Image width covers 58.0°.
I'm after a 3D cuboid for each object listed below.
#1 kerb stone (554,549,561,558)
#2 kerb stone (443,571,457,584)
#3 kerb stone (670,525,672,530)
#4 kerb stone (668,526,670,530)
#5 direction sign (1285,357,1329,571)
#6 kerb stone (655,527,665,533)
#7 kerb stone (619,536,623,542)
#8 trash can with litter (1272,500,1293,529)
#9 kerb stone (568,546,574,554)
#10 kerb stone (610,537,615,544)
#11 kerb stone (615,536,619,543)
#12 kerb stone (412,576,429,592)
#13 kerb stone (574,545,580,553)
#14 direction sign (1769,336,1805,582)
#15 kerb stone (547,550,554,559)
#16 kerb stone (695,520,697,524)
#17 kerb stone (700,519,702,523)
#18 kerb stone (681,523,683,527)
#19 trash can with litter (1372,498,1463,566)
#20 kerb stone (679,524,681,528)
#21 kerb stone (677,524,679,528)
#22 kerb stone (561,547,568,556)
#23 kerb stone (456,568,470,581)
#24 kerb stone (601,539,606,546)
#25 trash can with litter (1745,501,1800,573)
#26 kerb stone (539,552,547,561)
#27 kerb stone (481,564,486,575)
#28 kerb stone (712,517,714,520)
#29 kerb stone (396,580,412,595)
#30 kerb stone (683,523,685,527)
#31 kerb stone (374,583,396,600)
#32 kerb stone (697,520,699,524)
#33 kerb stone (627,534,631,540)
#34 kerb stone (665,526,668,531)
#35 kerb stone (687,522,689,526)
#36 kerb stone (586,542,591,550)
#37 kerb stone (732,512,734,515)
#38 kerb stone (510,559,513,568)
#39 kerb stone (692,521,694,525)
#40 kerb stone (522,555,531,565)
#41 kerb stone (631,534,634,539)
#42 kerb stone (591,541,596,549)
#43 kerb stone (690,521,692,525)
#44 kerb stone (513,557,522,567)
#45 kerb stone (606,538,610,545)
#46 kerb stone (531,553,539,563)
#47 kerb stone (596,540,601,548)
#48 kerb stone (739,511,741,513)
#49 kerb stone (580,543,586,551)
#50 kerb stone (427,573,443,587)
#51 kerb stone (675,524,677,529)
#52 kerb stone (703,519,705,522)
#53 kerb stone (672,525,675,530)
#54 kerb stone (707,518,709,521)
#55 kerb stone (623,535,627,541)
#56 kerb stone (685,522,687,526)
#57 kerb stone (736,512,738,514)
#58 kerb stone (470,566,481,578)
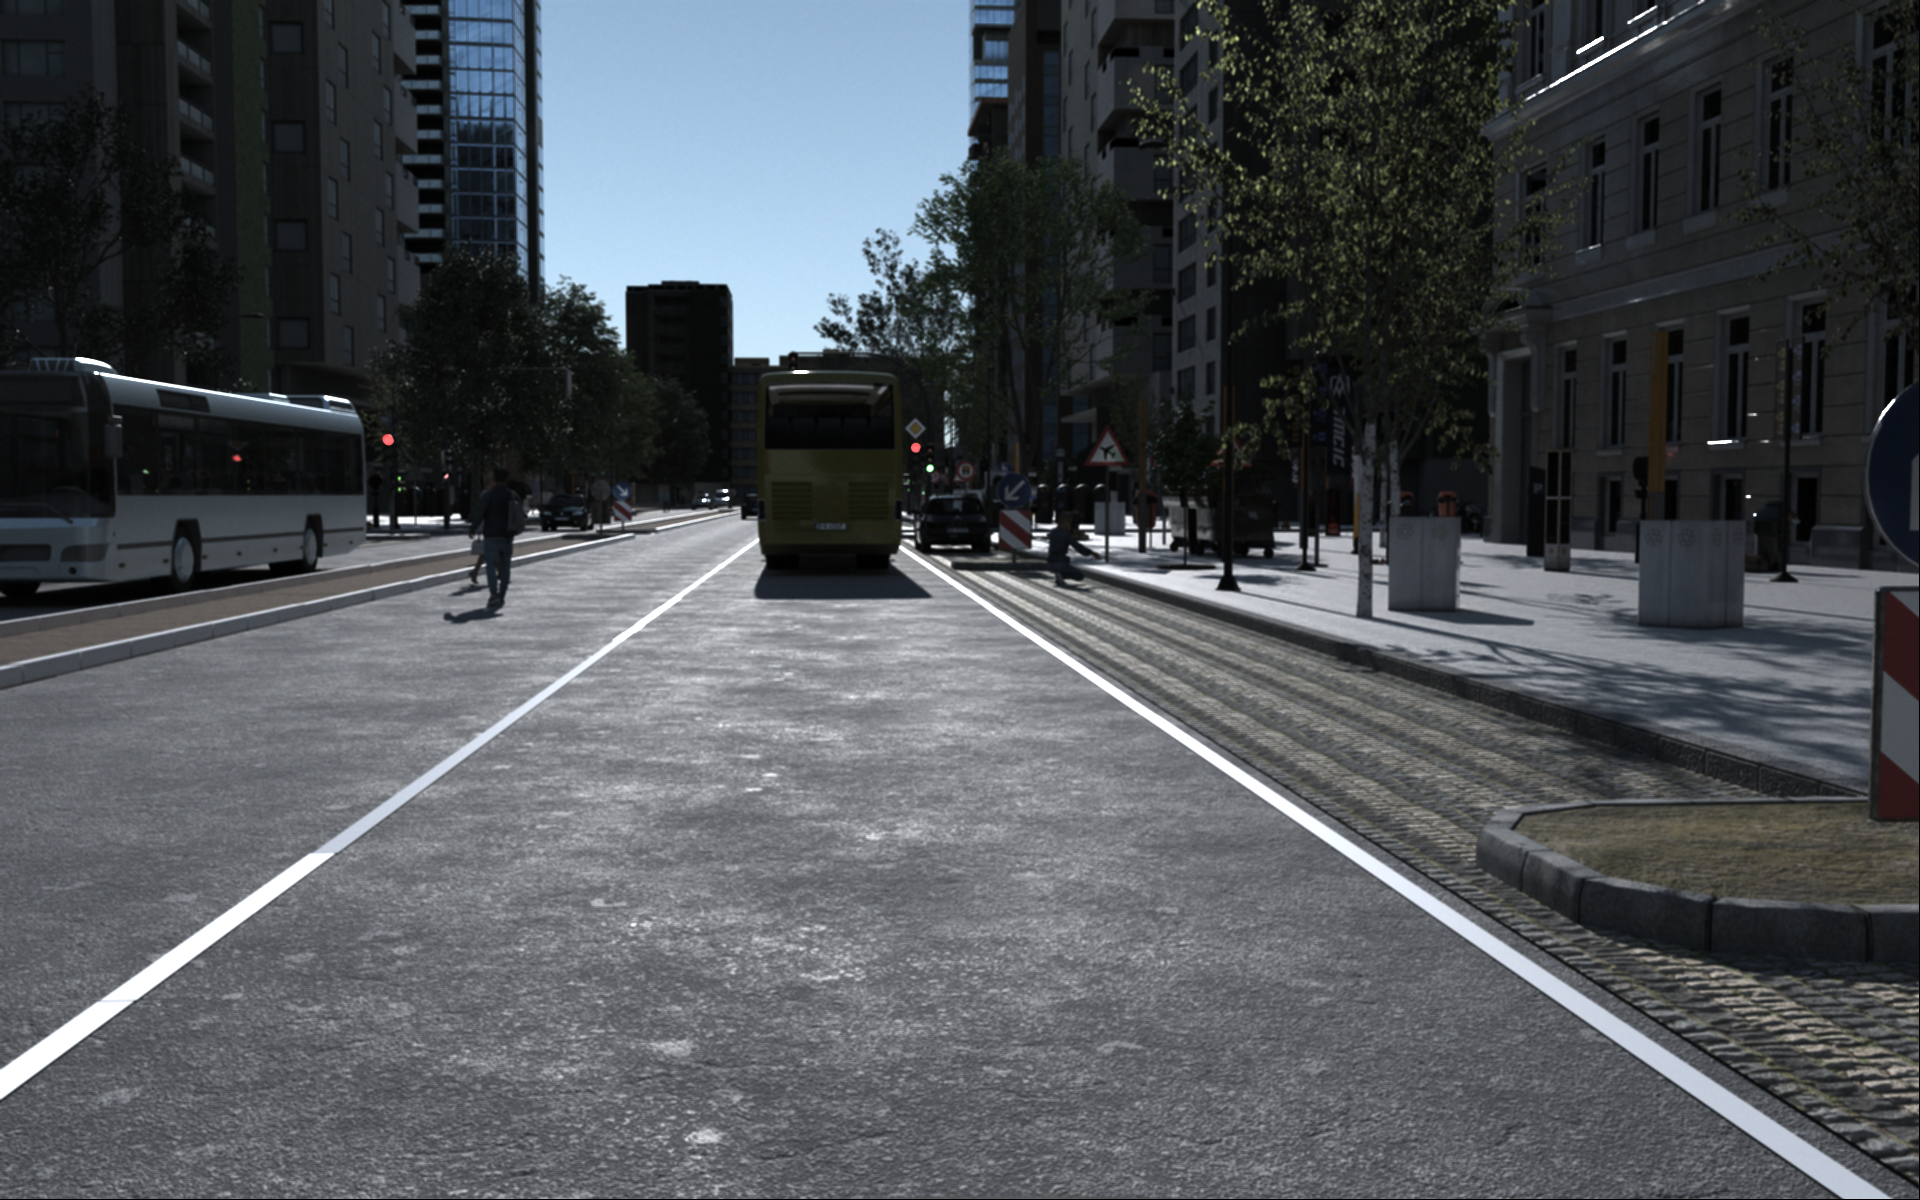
[{"bbox_3d":[-9.208,-1.033,39.147,0.120,0.150,1.000,0,4,-5],"label":"kerb stone"},{"bbox_3d":[-8.319,-0.343,27.904,0.120,0.150,1.000,0,4,-5],"label":"kerb stone"},{"bbox_3d":[-11.543,-2.817,68.294,0.120,0.150,1.000,0,4,-5],"label":"kerb stone"},{"bbox_3d":[-11.467,-2.756,67.264,0.120,0.150,1.000,0,4,-5],"label":"kerb stone"},{"bbox_3d":[5.777,-2.259,28.926,0.379,3.537,0.876,-3,5,-41],"label":"direction sign"},{"bbox_3d":[-11.294,-2.631,65.221,0.120,0.150,1.000,0,4,-5],"label":"kerb stone"},{"bbox_3d":[-10.186,-1.785,51.398,0.120,0.150,1.000,0,4,-5],"label":"kerb stone"},{"bbox_3d":[11.814,-3.246,64.465,1.055,1.170,0.624,-1,4,-16],"label":"trash can with litter"},{"bbox_3d":[-9.376,-1.162,41.192,0.120,0.150,1.000,0,4,-5],"label":"kerb stone"},{"bbox_3d":[-10.033,-1.658,49.359,0.120,0.150,1.000,0,4,-5],"label":"kerb stone"},{"bbox_3d":[-10.111,-1.724,50.377,0.120,0.150,1.000,0,4,-5],"label":"kerb stone"},{"bbox_3d":[-8.142,-0.217,25.857,0.120,0.150,1.000,0,4,-5],"label":"kerb stone"},{"bbox_3d":[-9.460,-1.224,42.210,0.120,0.150,1.000,0,4,-5],"label":"kerb stone"},{"bbox_3d":[12.076,-2.036,25.286,0.379,3.537,0.876,0,4,2],"label":"direction sign"},{"bbox_3d":[-9.136,-0.971,38.115,0.120,0.150,1.000,0,4,-5],"label":"kerb stone"},{"bbox_3d":[-12.610,-3.633,81.611,0.120,0.150,1.000,0,4,-5],"label":"kerb stone"},{"bbox_3d":[-12.846,-3.819,84.675,0.120,0.150,1.000,0,4,-5],"label":"kerb stone"},{"bbox_3d":[-11.950,-3.128,73.409,0.120,0.150,1.000,0,4,-5],"label":"kerb stone"},{"bbox_3d":[8.418,-1.261,31.682,2.233,1.210,1.678,-2,4,-24],"label":"trash can with litter"},{"bbox_3d":[-11.866,-3.070,72.390,0.120,0.150,1.000,0,4,-5],"label":"kerb stone"},{"bbox_3d":[-11.785,-3.007,71.363,0.120,0.150,1.000,0,4,-5],"label":"kerb stone"},{"bbox_3d":[-9.291,-1.099,40.166,0.120,0.150,1.000,0,4,-5],"label":"kerb stone"},{"bbox_3d":[-8.396,-0.408,28.924,0.120,0.150,1.000,0,4,-5],"label":"kerb stone"},{"bbox_3d":[-9.867,-1.537,47.320,0.120,0.150,1.000,0,4,-5],"label":"kerb stone"},{"bbox_3d":[13.291,-1.046,28.482,1.055,1.170,0.624,-3,5,-41],"label":"trash can with litter"},{"bbox_3d":[-9.050,-0.911,37.086,0.120,0.150,1.000,0,4,-5],"label":"kerb stone"},{"bbox_3d":[-8.563,-0.537,30.969,0.120,0.150,1.000,0,4,-5],"label":"kerb stone"},{"bbox_3d":[-13.588,-4.383,93.880,0.120,0.150,1.000,0,4,-5],"label":"kerb stone"},{"bbox_3d":[-8.068,-0.161,24.836,0.120,0.150,1.000,0,4,-5],"label":"kerb stone"},{"bbox_3d":[-12.030,-3.189,74.437,0.120,0.150,1.000,0,4,-5],"label":"kerb stone"},{"bbox_3d":[-7.980,-0.099,23.809,0.120,0.150,1.000,0,4,-5],"label":"kerb stone"},{"bbox_3d":[-12.688,-3.697,82.634,0.120,0.150,1.000,0,4,-5],"label":"kerb stone"},{"bbox_3d":[-10.353,-1.911,53.440,0.120,0.150,1.000,0,4,-5],"label":"kerb stone"},{"bbox_3d":[-11.377,-2.690,66.246,0.120,0.150,1.000,0,4,-5],"label":"kerb stone"},{"bbox_3d":[-12.191,-3.320,76.481,0.120,0.150,1.000,0,4,-5],"label":"kerb stone"},{"bbox_3d":[-9.625,-1.349,44.259,0.120,0.150,1.000,0,4,-5],"label":"kerb stone"},{"bbox_3d":[-15.300,-5.690,115.314,0.120,0.150,1.000,0,4,-5],"label":"kerb stone"},{"bbox_3d":[-8.724,-0.660,33.011,0.120,0.150,1.000,0,4,-5],"label":"kerb stone"},{"bbox_3d":[-12.436,-3.506,79.544,0.120,0.150,1.000,0,4,-5],"label":"kerb stone"},{"bbox_3d":[-8.885,-0.784,35.049,0.120,0.150,1.000,0,4,-5],"label":"kerb stone"},{"bbox_3d":[-10.436,-1.973,54.459,0.120,0.150,1.000,0,4,-5],"label":"kerb stone"},{"bbox_3d":[-9.706,-1.412,45.277,0.120,0.150,1.000,0,4,-5],"label":"kerb stone"},{"bbox_3d":[-12.361,-3.445,78.521,0.120,0.150,1.000,0,4,-5],"label":"kerb stone"},{"bbox_3d":[-8.813,-0.721,34.030,0.120,0.150,1.000,0,4,-5],"label":"kerb stone"},{"bbox_3d":[-9.950,-1.599,48.339,0.120,0.150,1.000,0,4,-5],"label":"kerb stone"},{"bbox_3d":[-8.959,-0.848,36.068,0.120,0.150,1.000,0,4,-5],"label":"kerb stone"},{"bbox_3d":[-9.789,-1.474,46.301,0.120,0.150,1.000,0,4,-5],"label":"kerb stone"},{"bbox_3d":[-16.040,-6.258,124.508,0.120,0.150,1.000,0,4,-5],"label":"kerb stone"},{"bbox_3d":[-9.539,-1.287,43.236,0.120,0.150,1.000,0,4,-5],"label":"kerb stone"},{"bbox_3d":[-8.239,-0.287,26.883,0.120,0.150,1.000,0,4,-5],"label":"kerb stone"},{"bbox_3d":[-11.706,-2.943,70.332,0.120,0.150,1.000,0,4,-5],"label":"kerb stone"},{"bbox_3d":[-13.010,-3.947,86.722,0.120,0.150,1.000,0,4,-5],"label":"kerb stone"},{"bbox_3d":[-11.624,-2.882,69.313,0.120,0.150,1.000,0,4,-5],"label":"kerb stone"},{"bbox_3d":[-13.262,-4.134,89.787,0.120,0.150,1.000,0,4,-5],"label":"kerb stone"},{"bbox_3d":[-10.272,-1.848,52.416,0.120,0.150,1.000,0,4,-5],"label":"kerb stone"},{"bbox_3d":[-12.115,-3.255,75.461,0.120,0.150,1.000,0,4,-5],"label":"kerb stone"},{"bbox_3d":[-15.706,-6.007,120.414,0.120,0.150,1.000,0,4,-5],"label":"kerb stone"},{"bbox_3d":[-8.482,-0.473,29.950,0.120,0.150,1.000,0,4,-5],"label":"kerb stone"}]
